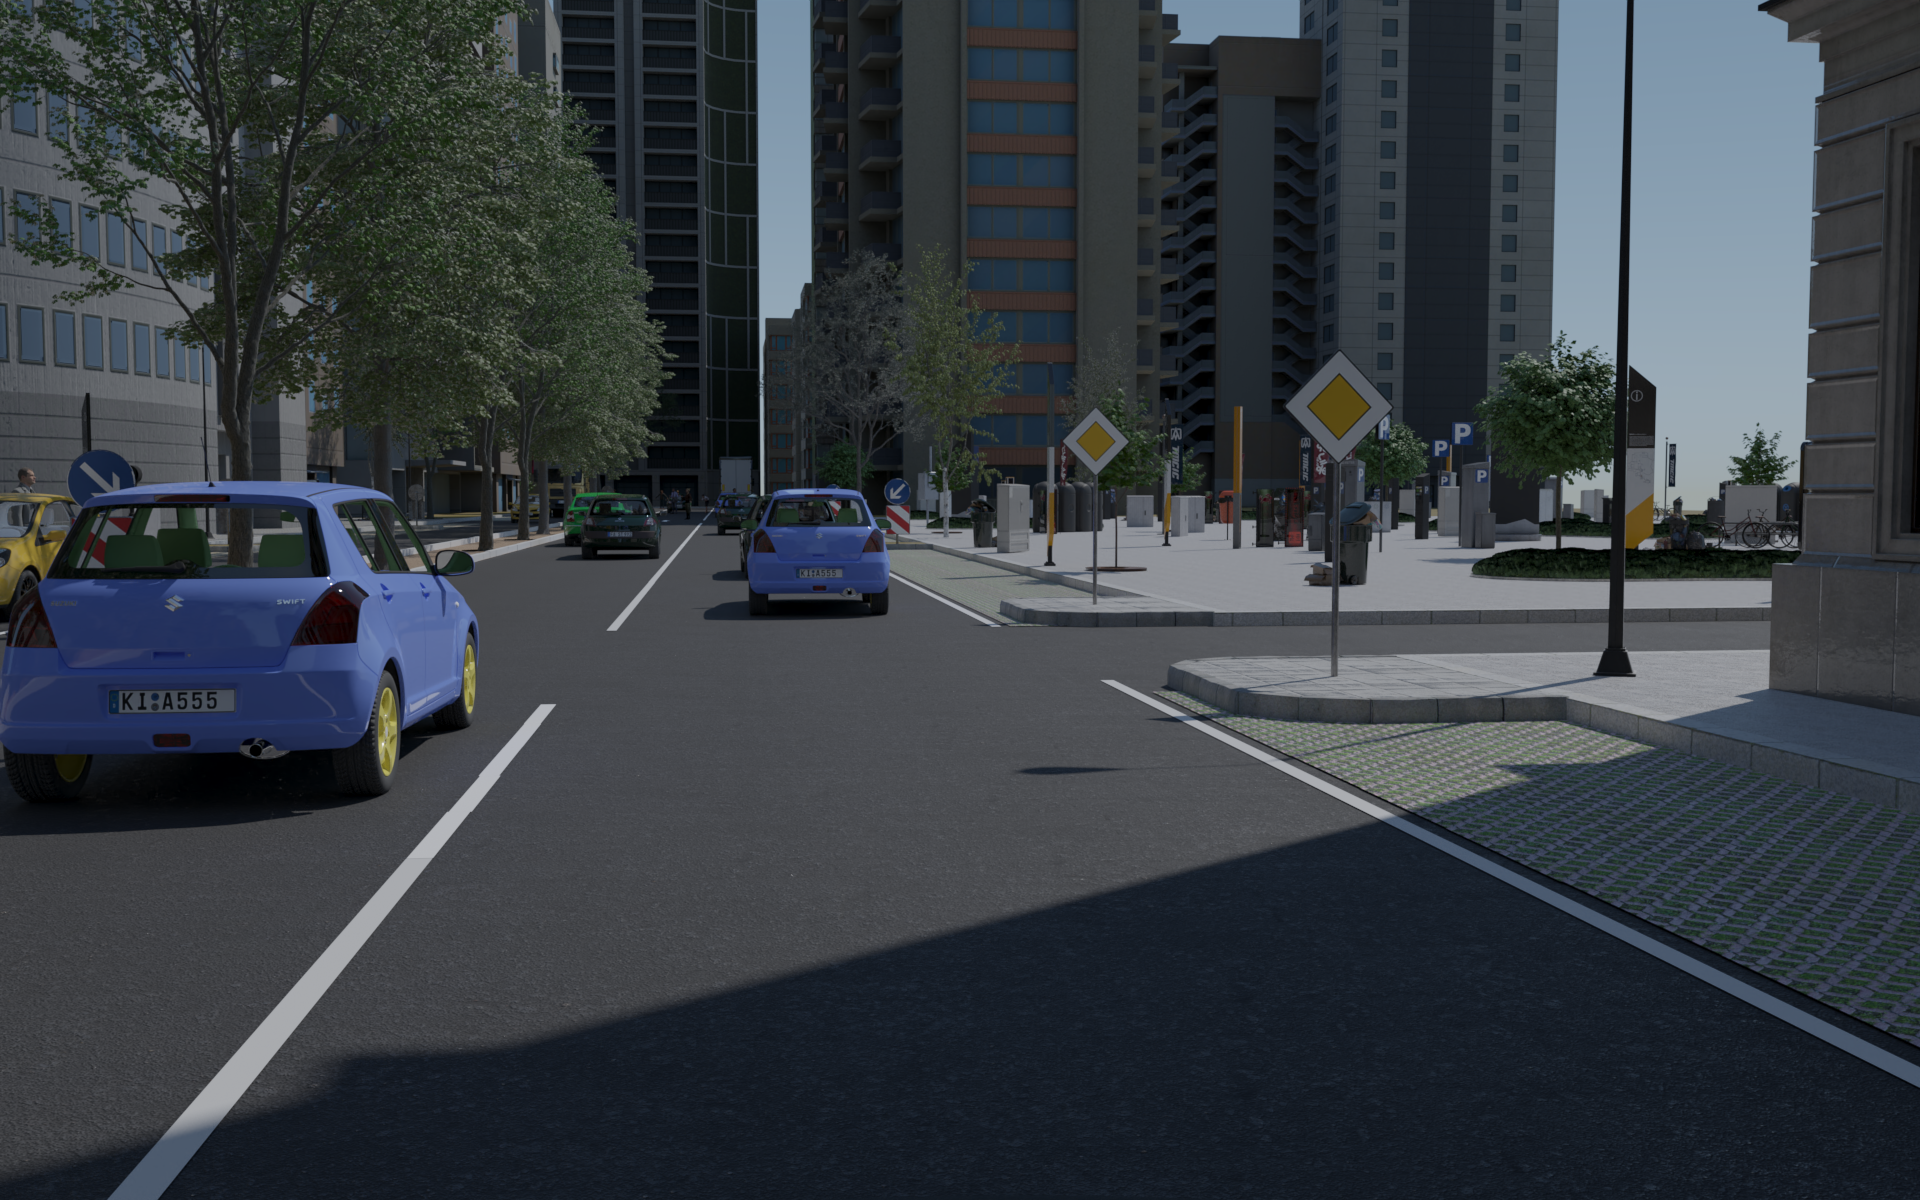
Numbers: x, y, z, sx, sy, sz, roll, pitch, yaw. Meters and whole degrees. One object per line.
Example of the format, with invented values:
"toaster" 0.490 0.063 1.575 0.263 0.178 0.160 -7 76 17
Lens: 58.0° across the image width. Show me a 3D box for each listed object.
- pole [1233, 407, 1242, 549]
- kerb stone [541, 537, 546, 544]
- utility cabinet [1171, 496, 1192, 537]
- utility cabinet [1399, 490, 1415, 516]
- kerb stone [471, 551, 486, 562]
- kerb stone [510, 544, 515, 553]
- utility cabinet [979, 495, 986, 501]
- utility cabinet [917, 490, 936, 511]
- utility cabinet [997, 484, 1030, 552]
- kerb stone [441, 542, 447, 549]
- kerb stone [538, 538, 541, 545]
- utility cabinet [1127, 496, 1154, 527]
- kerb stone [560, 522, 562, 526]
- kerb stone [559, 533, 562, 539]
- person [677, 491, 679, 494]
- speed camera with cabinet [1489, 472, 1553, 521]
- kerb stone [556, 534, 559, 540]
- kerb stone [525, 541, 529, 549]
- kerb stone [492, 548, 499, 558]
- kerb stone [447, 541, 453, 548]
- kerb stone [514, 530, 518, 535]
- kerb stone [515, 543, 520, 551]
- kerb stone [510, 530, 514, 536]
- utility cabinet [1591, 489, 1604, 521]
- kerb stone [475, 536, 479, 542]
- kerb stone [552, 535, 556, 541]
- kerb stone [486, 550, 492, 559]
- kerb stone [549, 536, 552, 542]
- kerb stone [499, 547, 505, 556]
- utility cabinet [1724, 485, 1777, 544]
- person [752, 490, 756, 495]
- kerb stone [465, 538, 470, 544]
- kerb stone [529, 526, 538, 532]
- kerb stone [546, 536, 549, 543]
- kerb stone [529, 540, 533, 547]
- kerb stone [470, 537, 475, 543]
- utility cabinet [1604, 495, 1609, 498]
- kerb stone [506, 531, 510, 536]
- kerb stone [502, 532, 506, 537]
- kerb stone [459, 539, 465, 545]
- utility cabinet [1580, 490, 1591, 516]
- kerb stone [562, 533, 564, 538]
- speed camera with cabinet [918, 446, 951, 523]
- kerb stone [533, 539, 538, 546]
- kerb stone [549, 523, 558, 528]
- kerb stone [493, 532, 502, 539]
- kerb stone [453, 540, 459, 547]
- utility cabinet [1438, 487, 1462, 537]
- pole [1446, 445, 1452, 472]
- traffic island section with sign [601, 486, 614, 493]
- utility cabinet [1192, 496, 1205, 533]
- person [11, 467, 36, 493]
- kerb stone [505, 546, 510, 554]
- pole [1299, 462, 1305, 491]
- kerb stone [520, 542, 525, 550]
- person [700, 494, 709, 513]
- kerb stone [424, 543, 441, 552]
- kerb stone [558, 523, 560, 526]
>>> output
"pole" 6.482 -2.850 40.444 0.158 3.312 0.155 0 3 0
"kerb stone" -11.997 -1.661 49.350 0.120 0.150 1.000 0 4 -8
"utility cabinet" 6.661 -2.526 52.460 0.306 1.237 1.020 1 4 22
"utility cabinet" 23.207 -4.942 89.486 0.318 1.500 1.173 -2 4 -24
"kerb stone" -10.359 -0.911 37.174 0.120 0.150 1.000 0 4 -8
"kerb stone" -11.046 -1.227 42.255 0.120 0.150 1.000 0 4 -8
"utility cabinet" 0.687 -4.124 78.590 1.020 1.237 0.306 2 4 29
"utility cabinet" -1.811 -5.176 93.314 0.318 1.500 1.173 3 5 43
"utility cabinet" 1.183 -1.794 38.003 0.318 1.500 1.173 2 4 24
"kerb stone" -13.533 -1.392 44.984 0.120 0.150 1.000 0 4 -8
"kerb stone" -11.866 -1.597 48.336 0.120 0.150 1.000 0 4 -8
"utility cabinet" 6.990 -3.430 67.237 1.020 1.237 0.306 0 4 3
"kerb stone" -17.784 -3.321 76.490 0.120 0.150 1.000 0 4 -8
"kerb stone" -12.691 -1.972 54.431 0.120 0.150 1.000 0 4 -8
"person" -26.227 -9.266 160.722 1.217 1.743 0.721 -2 4 -25
"speed camera with cabinet" 18.491 -3.843 57.175 2.038 3.252 0.660 0 4 -5
"kerb stone" -12.547 -1.910 53.419 0.120 0.150 1.000 0 4 -8
"kerb stone" -11.455 -1.413 45.296 0.120 0.150 1.000 0 4 -8
"kerb stone" -10.631 -1.041 39.210 0.120 0.150 1.000 0 4 -8
"kerb stone" -13.673 -1.452 45.996 0.120 0.150 1.000 0 4 -8
"kerb stone" -15.585 -2.322 60.212 0.120 0.150 1.000 0 4 -8
"kerb stone" -11.185 -1.286 43.270 0.120 0.150 1.000 0 4 -8
"kerb stone" -15.454 -2.263 59.198 0.120 0.150 1.000 0 4 -8
"utility cabinet" 27.102 -3.961 73.441 0.318 1.500 1.173 1 4 15
"kerb stone" -14.351 -1.766 51.071 0.120 0.150 1.000 0 4 -8
"kerb stone" -12.411 -1.848 52.406 0.120 0.150 1.000 0 4 -8
"kerb stone" -10.497 -0.964 38.194 0.120 0.150 1.000 0 4 -8
"kerb stone" -12.282 -1.786 51.392 0.120 0.150 1.000 0 4 -8
"kerb stone" -10.763 -1.103 40.223 0.120 0.150 1.000 0 4 -8
"utility cabinet" 19.992 -2.148 43.802 1.173 1.500 0.318 2 4 26
"person" -20.447 -9.917 170.724 1.350 1.814 0.705 -2 4 -35
"kerb stone" -14.081 -1.642 49.040 0.120 0.150 1.000 0 4 -8
"kerb stone" -16.552 -2.760 67.325 0.120 0.150 1.000 0 4 -8
"kerb stone" -12.140 -1.723 50.374 0.120 0.150 1.000 0 4 -8
"kerb stone" -11.598 -1.475 46.309 0.120 0.150 1.000 0 4 -8
"kerb stone" -14.212 -1.701 50.059 0.120 0.150 1.000 0 4 -8
"utility cabinet" 34.844 -5.059 93.883 0.306 1.237 1.020 0 4 3
"kerb stone" -15.314 -2.201 58.174 0.120 0.150 1.000 0 4 -8
"kerb stone" -15.181 -2.138 57.153 0.120 0.150 1.000 0 4 -8
"kerb stone" -13.945 -1.580 48.027 0.120 0.150 1.000 0 4 -8
"utility cabinet" 33.949 -5.170 93.210 1.173 1.500 0.318 -1 4 -21
"kerb stone" -12.828 -2.034 55.445 0.120 0.150 1.000 0 4 -8
"speed camera with cabinet" -0.748 -4.781 72.511 2.038 3.252 0.660 -2 4 -33
"kerb stone" -11.726 -1.533 47.323 0.120 0.150 1.000 0 4 -8
"kerb stone" -17.513 -3.196 74.451 0.120 0.150 1.000 0 4 -8
"kerb stone" -15.040 -2.076 56.141 0.120 0.150 1.000 0 4 -8
"kerb stone" -13.801 -1.518 47.010 0.120 0.150 1.000 0 4 -8
"utility cabinet" 14.866 -2.638 51.810 1.173 1.500 0.318 -2 4 -27
"pole" 20.305 -4.778 71.966 0.158 3.312 0.155 0 3 0
"traffic island section with sign" -18.942 -5.180 92.830 2.006 1.907 1.989 0 4 -8
"utility cabinet" 7.639 -2.836 57.534 1.020 1.237 0.306 -2 4 -26
"person" -13.227 -0.979 24.612 0.767 1.812 0.694 -1 4 -11
"kerb stone" -10.909 -1.165 41.242 0.120 0.150 1.000 0 4 -8
"pole" 13.018 -4.408 65.915 0.158 3.312 0.155 0 3 0
"kerb stone" -11.311 -1.351 44.284 0.120 0.150 1.000 0 4 -8
"person" -19.028 -7.185 129.158 0.628 1.438 0.799 0 4 -5
"kerb stone" -13.394 -1.332 43.970 0.120 0.150 1.000 0 4 -8
"kerb stone" -17.653 -3.250 75.468 0.120 0.150 1.000 0 4 -8
